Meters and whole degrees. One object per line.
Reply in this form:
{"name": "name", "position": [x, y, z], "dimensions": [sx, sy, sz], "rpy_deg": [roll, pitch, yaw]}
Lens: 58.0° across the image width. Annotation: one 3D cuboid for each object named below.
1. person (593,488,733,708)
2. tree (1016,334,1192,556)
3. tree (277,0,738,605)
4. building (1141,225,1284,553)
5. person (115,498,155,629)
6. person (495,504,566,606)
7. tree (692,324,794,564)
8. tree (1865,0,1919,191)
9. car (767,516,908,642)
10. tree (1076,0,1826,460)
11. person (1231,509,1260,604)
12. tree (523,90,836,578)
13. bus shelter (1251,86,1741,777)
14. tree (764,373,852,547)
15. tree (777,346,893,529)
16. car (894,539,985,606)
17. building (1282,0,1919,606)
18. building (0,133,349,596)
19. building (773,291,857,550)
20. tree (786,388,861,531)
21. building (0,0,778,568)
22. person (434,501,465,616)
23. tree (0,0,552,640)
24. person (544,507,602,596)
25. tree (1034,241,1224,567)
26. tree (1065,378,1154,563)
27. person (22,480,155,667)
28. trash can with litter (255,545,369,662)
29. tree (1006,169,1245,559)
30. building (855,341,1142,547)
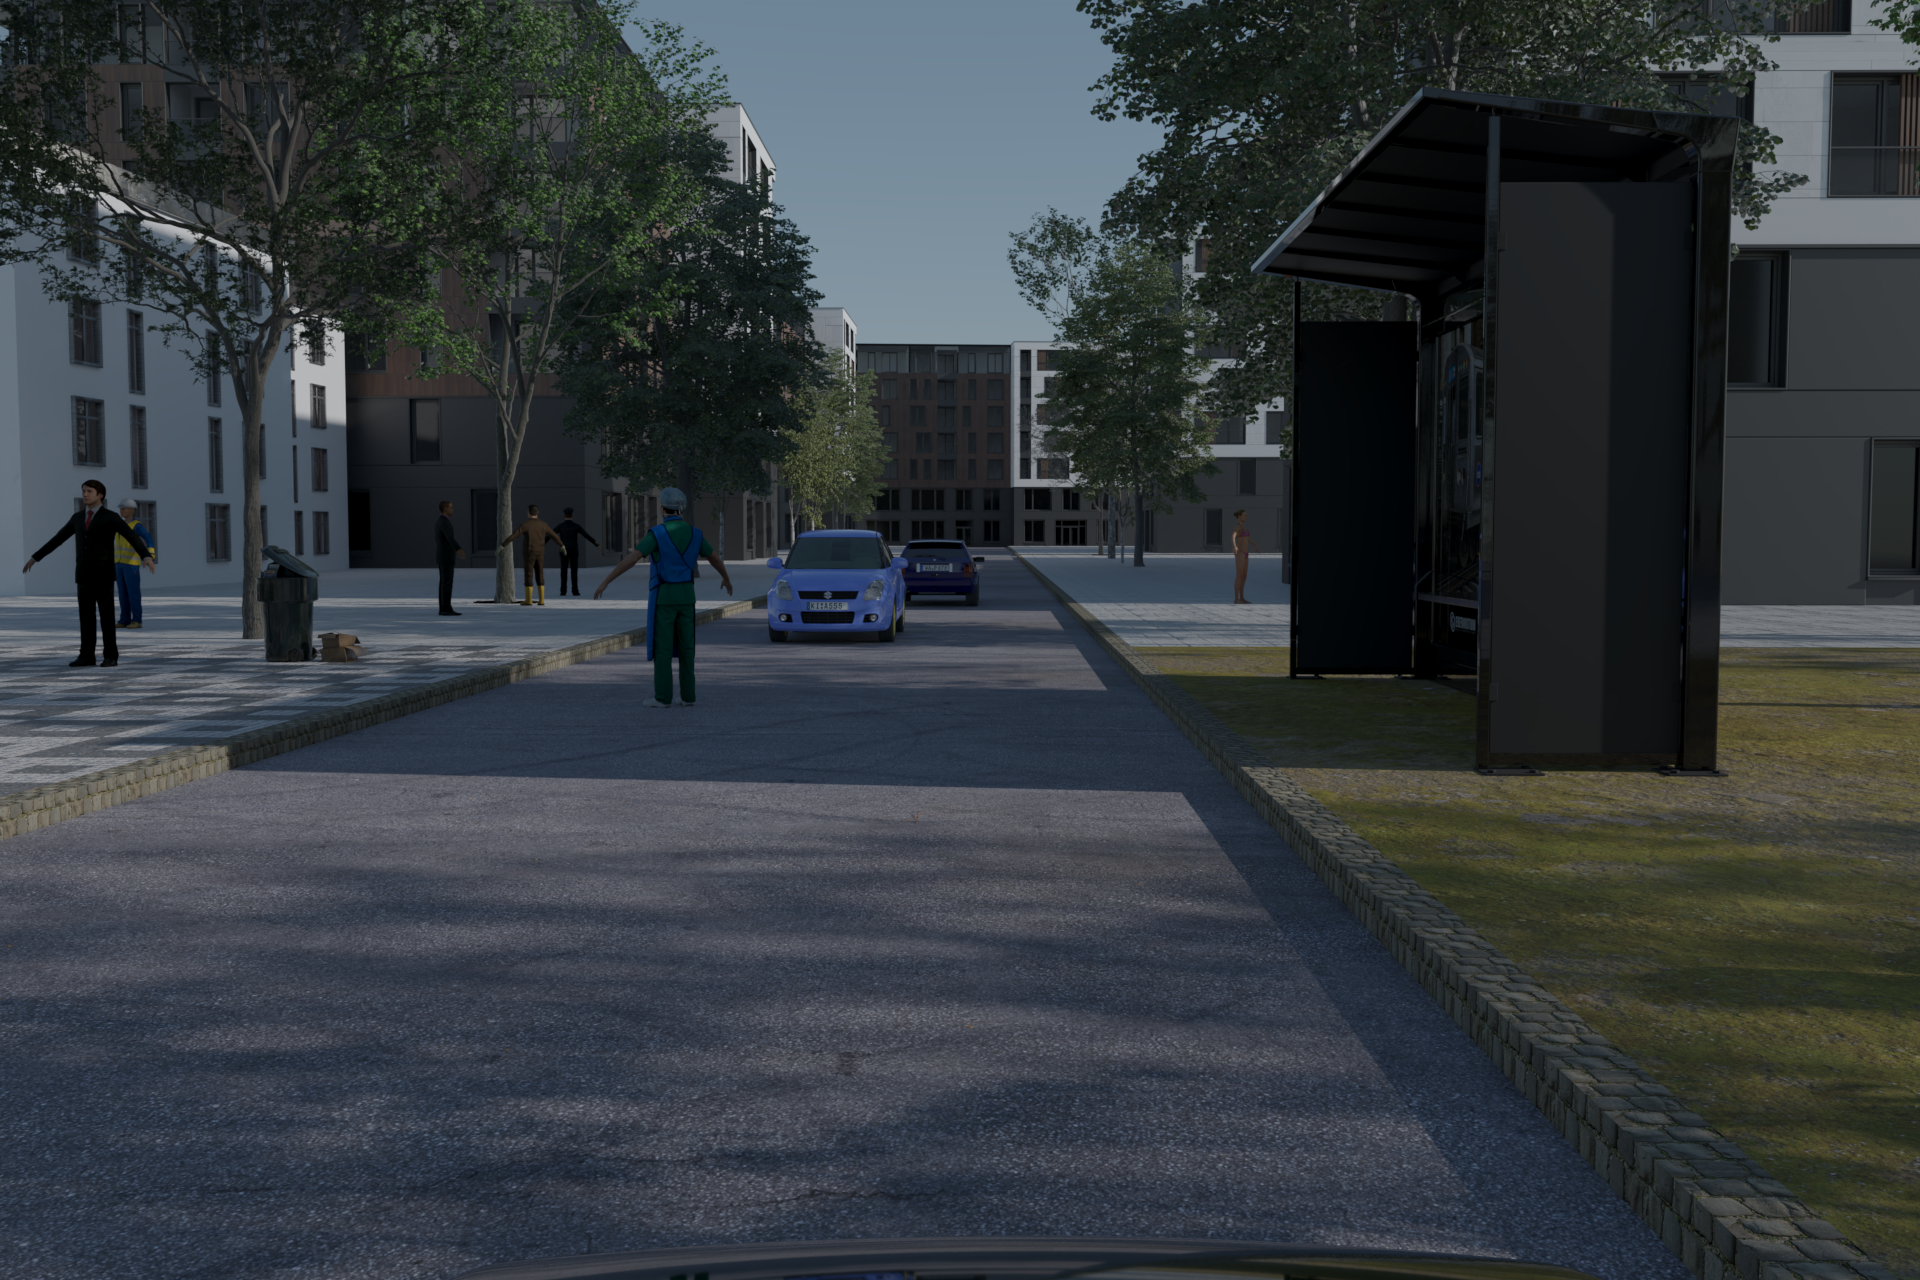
{"name": "person", "position": [-2.407, -0.355, 14.395], "dimensions": [1.347, 1.817, 0.704], "rpy_deg": [-3, 5, -43]}
{"name": "tree", "position": [8.297, -11.764, 102.708], "dimensions": [12.009, 13.543, 11.850], "rpy_deg": [0, 3, 0]}
{"name": "tree", "position": [-8.263, -6.486, 31.799], "dimensions": [9.928, 11.665, 9.643], "rpy_deg": [0, 3, 0]}
{"name": "building", "position": [27.458, -17.551, 130.940], "dimensions": [27.936, 21.610, 32.646], "rpy_deg": [0, 4, 1]}
{"name": "person", "position": [-11.371, -1.044, 23.531], "dimensions": [1.216, 1.772, 0.721], "rpy_deg": [2, 4, 24]}
{"name": "person", "position": [-7.655, -1.523, 31.035], "dimensions": [1.346, 1.812, 0.704], "rpy_deg": [-3, 4, -37]}
{"name": "tree", "position": [-8.489, -6.699, 59.895], "dimensions": [4.360, 8.622, 3.978], "rpy_deg": [0, 3, 0]}
{"name": "tree", "position": [9.436, -5.274, 11.984], "dimensions": [9.928, 11.665, 9.643], "rpy_deg": [0, 3, 0]}
{"name": "car", "position": [-1.671, -0.888, 24.114], "dimensions": [1.945, 1.707, 3.694], "rpy_deg": [0, 4, 1]}
{"name": "tree", "position": [6.323, -7.151, 23.575], "dimensions": [9.857, 13.997, 8.962], "rpy_deg": [0, 3, 0]}
{"name": "person", "position": [5.244, -1.531, 31.828], "dimensions": [0.721, 1.733, 1.217], "rpy_deg": [2, 4, 30]}
{"name": "tree", "position": [-7.934, -8.791, 50.394], "dimensions": [9.857, 13.997, 8.962], "rpy_deg": [0, 3, 0]}
{"name": "bus shelter", "position": [3.355, -1.281, 12.229], "dimensions": [1.731, 3.624, 6.357], "rpy_deg": [0, 4, 1]}
{"name": "tree", "position": [-7.157, -7.686, 76.023], "dimensions": [4.737, 8.622, 4.395], "rpy_deg": [0, 3, 0]}
{"name": "tree", "position": [-7.917, -11.451, 105.357], "dimensions": [7.486, 12.596, 7.792], "rpy_deg": [0, 3, 0]}
{"name": "car", "position": [-0.465, -1.417, 35.743], "dimensions": [1.945, 1.354, 3.894], "rpy_deg": [0, 4, 1]}
{"name": "building", "position": [22.335, -12.391, 46.562], "dimensions": [27.936, 21.610, 32.646], "rpy_deg": [0, 4, 1]}
{"name": "building", "position": [-23.511, -6.577, 49.682], "dimensions": [9.099, 9.664, 28.070], "rpy_deg": [0, 4, 1]}
{"name": "building", "position": [-24.474, -18.992, 154.492], "dimensions": [27.936, 21.610, 32.646], "rpy_deg": [0, 4, 1]}
{"name": "tree", "position": [-7.081, -8.282, 85.774], "dimensions": [4.737, 8.622, 4.395], "rpy_deg": [0, 3, 0]}
{"name": "building", "position": [-24.309, -14.460, 80.391], "dimensions": [27.936, 21.610, 32.646], "rpy_deg": [0, 4, 1]}
{"name": "person", "position": [-8.063, -1.287, 27.267], "dimensions": [0.704, 1.802, 1.346], "rpy_deg": [-2, 4, -29]}
{"name": "tree", "position": [-8.700, -5.267, 20.536], "dimensions": [8.767, 10.594, 7.601], "rpy_deg": [0, 4, 6]}
{"name": "person", "position": [-8.132, -1.841, 36.036], "dimensions": [1.347, 1.837, 0.705], "rpy_deg": [0, 4, -5]}
{"name": "tree", "position": [6.634, -9.154, 67.794], "dimensions": [7.486, 12.596, 7.792], "rpy_deg": [0, 3, 0]}
{"name": "tree", "position": [7.363, -7.696, 76.192], "dimensions": [4.360, 8.622, 3.978], "rpy_deg": [0, 3, 0]}
{"name": "person", "position": [-8.386, -0.647, 16.764], "dimensions": [1.347, 1.806, 0.705], "rpy_deg": [0, 4, 7]}
{"name": "trash can with litter", "position": [-6.539, -0.374, 17.504], "dimensions": [1.055, 1.170, 0.624], "rpy_deg": [0, 4, 1]}
{"name": "tree", "position": [9.093, -14.258, 89.001], "dimensions": [12.611, 20.169, 13.585], "rpy_deg": [0, 3, 0]}
{"name": "building", "position": [2.433, -21.365, 195.754], "dimensions": [32.646, 21.610, 27.936], "rpy_deg": [0, 4, -4]}
